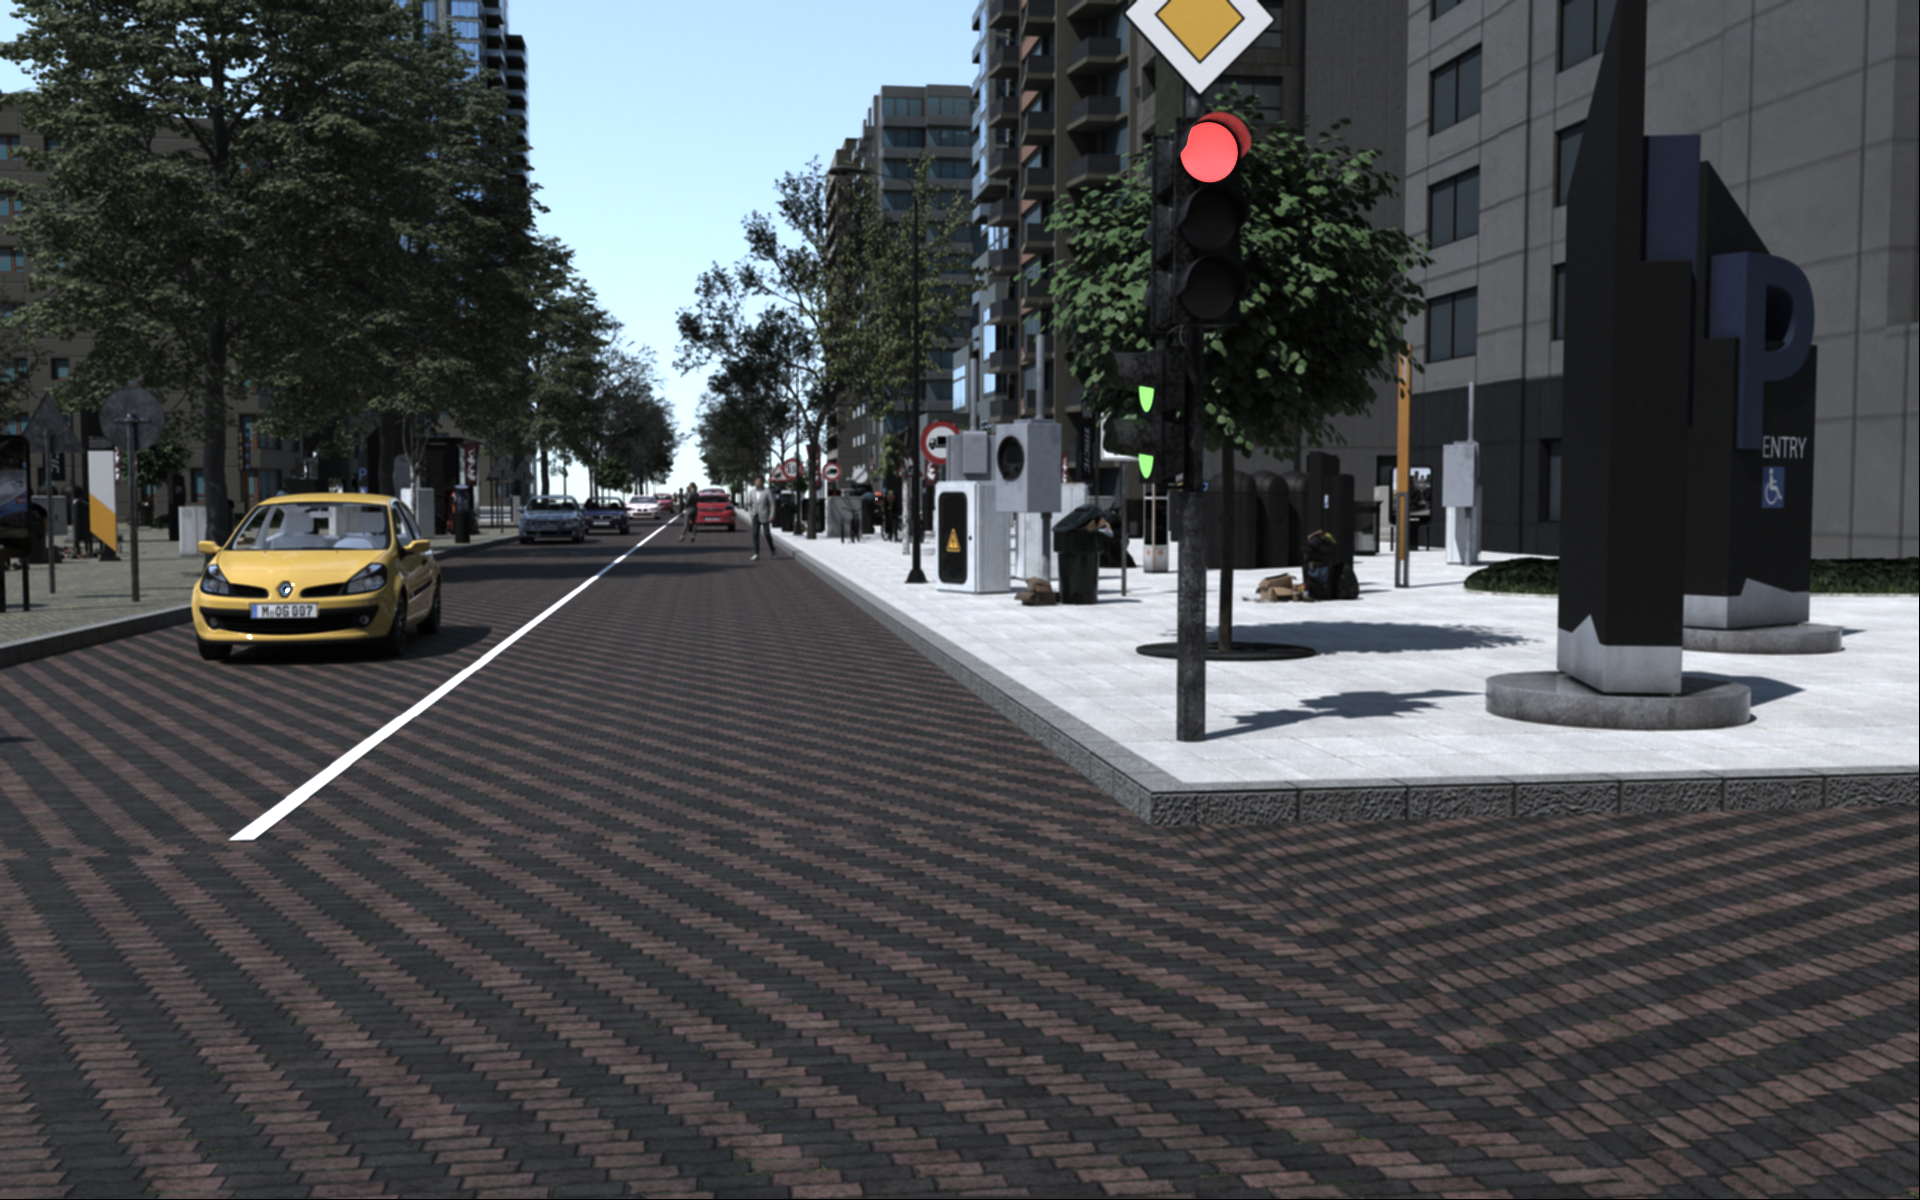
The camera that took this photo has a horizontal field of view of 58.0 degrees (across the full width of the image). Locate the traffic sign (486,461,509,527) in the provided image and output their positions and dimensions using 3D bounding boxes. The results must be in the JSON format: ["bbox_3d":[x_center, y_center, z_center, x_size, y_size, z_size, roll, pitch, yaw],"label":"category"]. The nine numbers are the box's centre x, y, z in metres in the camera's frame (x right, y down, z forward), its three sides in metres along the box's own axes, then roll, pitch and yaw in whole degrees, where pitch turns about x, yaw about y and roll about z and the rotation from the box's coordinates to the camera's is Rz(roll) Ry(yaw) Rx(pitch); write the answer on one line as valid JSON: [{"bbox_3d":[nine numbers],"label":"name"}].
[{"bbox_3d":[-18.075,-4.140,67.685,0.884,2.594,0.081,0,4,-4],"label":"traffic sign"}]

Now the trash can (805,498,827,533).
[{"bbox_3d":[-4.784,-2.805,57.523,0.748,1.137,0.748,0,3,0],"label":"trash can"}]

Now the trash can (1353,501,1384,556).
[{"bbox_3d":[8.420,-1.491,36.028,0.748,1.137,0.748,0,3,0],"label":"trash can"}]

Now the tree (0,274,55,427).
[{"bbox_3d":[-32.295,-6.534,57.198,4.360,8.622,3.978,0,3,0],"label":"tree"}]

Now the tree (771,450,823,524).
[{"bbox_3d":[-7.024,-4.928,75.178,1.663,3.219,1.824,0,3,0],"label":"tree"}]

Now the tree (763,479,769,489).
[{"bbox_3d":[-10.249,-6.261,96.973,1.663,3.219,1.824,0,3,0],"label":"tree"}]

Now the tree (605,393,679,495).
[{"bbox_3d":[-39.413,-18.755,213.298,9.857,13.997,8.962,0,3,0],"label":"tree"}]

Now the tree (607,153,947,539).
[{"bbox_3d":[-4.289,-6.978,48.496,8.767,10.594,7.601,1,4,8],"label":"tree"}]

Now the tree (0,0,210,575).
[{"bbox_3d":[-11.728,-6.708,27.798,7.486,12.596,7.792,0,3,0],"label":"tree"}]

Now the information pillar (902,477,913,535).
[{"bbox_3d":[-1.622,-3.055,54.433,0.304,2.012,0.304,1,4,18],"label":"information pillar"}]

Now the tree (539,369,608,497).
[{"bbox_3d":[-25.464,-11.364,120.214,8.767,10.594,7.601,0,4,8],"label":"tree"}]

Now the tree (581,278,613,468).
[{"bbox_3d":[-18.662,-9.664,76.136,7.486,12.596,7.792,0,3,0],"label":"tree"}]

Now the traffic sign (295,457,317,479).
[{"bbox_3d":[-18.137,-2.810,48.070,0.606,2.300,0.079,0,4,-3],"label":"traffic sign"}]

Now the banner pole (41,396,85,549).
[{"bbox_3d":[-20.957,-3.082,40.411,0.863,3.779,0.401,-3,5,-39],"label":"banner pole"}]

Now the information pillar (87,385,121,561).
[{"bbox_3d":[-16.384,-2.553,33.102,0.504,3.616,0.183,0,4,-6],"label":"information pillar"}]

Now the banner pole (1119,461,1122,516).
[{"bbox_3d":[4.915,-3.805,52.227,0.401,3.779,0.863,1,4,23],"label":"banner pole"}]

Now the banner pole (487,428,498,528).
[{"bbox_3d":[-17.746,-4.629,65.702,0.401,3.779,0.863,0,4,-8],"label":"banner pole"}]

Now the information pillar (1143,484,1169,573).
[{"bbox_3d":[3.188,-1.445,28.124,0.304,2.012,0.304,-2,4,-25],"label":"information pillar"}]

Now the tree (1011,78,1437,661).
[{"bbox_3d":[2.058,-1.844,13.868,4.285,4.588,4.351,0,3,0],"label":"tree"}]

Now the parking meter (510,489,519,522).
[{"bbox_3d":[-20.615,-4.391,80.197,0.372,1.533,0.369,0,3,0],"label":"parking meter"}]

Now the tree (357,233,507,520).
[{"bbox_3d":[-14.307,-5.844,45.908,4.360,8.622,3.978,0,3,0],"label":"tree"}]

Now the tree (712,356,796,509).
[{"bbox_3d":[-18.946,-14.635,149.644,12.009,13.543,11.850,0,3,0],"label":"tree"}]

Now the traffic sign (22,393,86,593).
[{"bbox_3d":[-11.719,-1.363,22.293,0.884,2.594,0.081,0,4,-8],"label":"traffic sign"}]

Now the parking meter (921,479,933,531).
[{"bbox_3d":[-1.138,-3.336,60.263,0.255,1.863,0.399,-2,4,-35],"label":"parking meter"}]

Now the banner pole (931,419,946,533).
[{"bbox_3d":[-0.650,-4.155,57.952,0.401,3.779,0.863,3,4,38],"label":"banner pole"}]

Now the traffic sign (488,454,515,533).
[{"bbox_3d":[-14.921,-3.448,56.372,0.884,2.594,0.081,0,4,-2],"label":"traffic sign"}]

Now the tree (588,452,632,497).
[{"bbox_3d":[-27.430,-9.305,135.857,4.285,4.588,4.351,0,3,0],"label":"tree"}]

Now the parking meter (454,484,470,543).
[{"bbox_3d":[-13.033,-2.258,45.337,0.372,1.533,0.369,0,3,0],"label":"parking meter"}]

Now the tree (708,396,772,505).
[{"bbox_3d":[-25.564,-17.203,199.398,7.486,12.596,7.792,0,3,0],"label":"tree"}]

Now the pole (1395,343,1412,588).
[{"bbox_3d":[6.047,-1.820,23.601,0.158,3.312,0.155,0,3,0],"label":"pole"}]

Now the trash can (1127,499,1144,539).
[{"bbox_3d":[5.076,-2.355,50.164,0.748,1.137,0.748,0,3,0],"label":"trash can"}]

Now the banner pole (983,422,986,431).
[{"bbox_3d":[0.834,-4.311,60.507,0.401,3.779,0.863,0,4,-4],"label":"banner pole"}]

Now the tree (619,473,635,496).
[{"bbox_3d":[-29.720,-9.831,155.334,1.663,3.219,1.824,0,3,0],"label":"tree"}]

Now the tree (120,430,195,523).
[{"bbox_3d":[-33.786,-5.421,72.347,4.285,4.588,4.351,0,3,0],"label":"tree"}]

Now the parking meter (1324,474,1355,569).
[{"bbox_3d":[4.846,-0.840,22.149,0.372,1.533,0.369,0,3,0],"label":"parking meter"}]

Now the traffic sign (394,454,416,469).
[{"bbox_3d":[-17.696,-3.364,55.102,0.768,2.556,0.104,0,4,-2],"label":"traffic sign"}]

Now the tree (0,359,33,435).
[{"bbox_3d":[-42.813,-7.620,74.957,4.737,8.622,4.395,0,3,0],"label":"tree"}]

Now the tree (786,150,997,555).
[{"bbox_3d":[-1.388,-5.268,36.492,4.737,8.622,4.395,0,3,0],"label":"tree"}]

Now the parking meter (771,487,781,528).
[{"bbox_3d":[-6.990,-3.518,65.936,0.372,1.533,0.369,0,3,0],"label":"parking meter"}]

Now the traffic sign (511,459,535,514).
[{"bbox_3d":[-16.192,-3.924,64.153,0.884,2.594,0.081,0,4,-7],"label":"traffic sign"}]

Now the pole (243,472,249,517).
[{"bbox_3d":[-30.240,-4.864,73.365,0.158,3.312,0.155,0,3,0],"label":"pole"}]

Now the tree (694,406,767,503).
[{"bbox_3d":[-30.493,-19.898,231.993,9.857,13.997,8.962,0,3,0],"label":"tree"}]

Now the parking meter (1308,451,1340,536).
[{"bbox_3d":[5.010,-1.109,23.836,0.399,1.863,0.255,-2,4,-33],"label":"parking meter"}]

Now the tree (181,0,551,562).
[{"bbox_3d":[-12.542,-7.390,38.958,7.486,12.596,7.792,0,3,0],"label":"tree"}]

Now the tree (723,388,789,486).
[{"bbox_3d":[-12.442,-9.564,106.730,4.360,8.622,3.978,0,3,0],"label":"tree"}]

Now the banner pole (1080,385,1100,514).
[{"bbox_3d":[2.985,-3.022,39.434,0.401,3.779,0.863,3,5,39],"label":"banner pole"}]

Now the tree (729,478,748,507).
[{"bbox_3d":[-22.604,-11.212,177.919,1.663,3.219,1.824,0,3,0],"label":"tree"}]

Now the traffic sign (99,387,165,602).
[{"bbox_3d":[-9.828,-1.252,20.575,0.768,2.556,0.104,0,4,-2],"label":"traffic sign"}]

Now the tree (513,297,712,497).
[{"bbox_3d":[-22.647,-12.048,107.347,12.009,13.543,11.850,0,3,0],"label":"tree"}]
